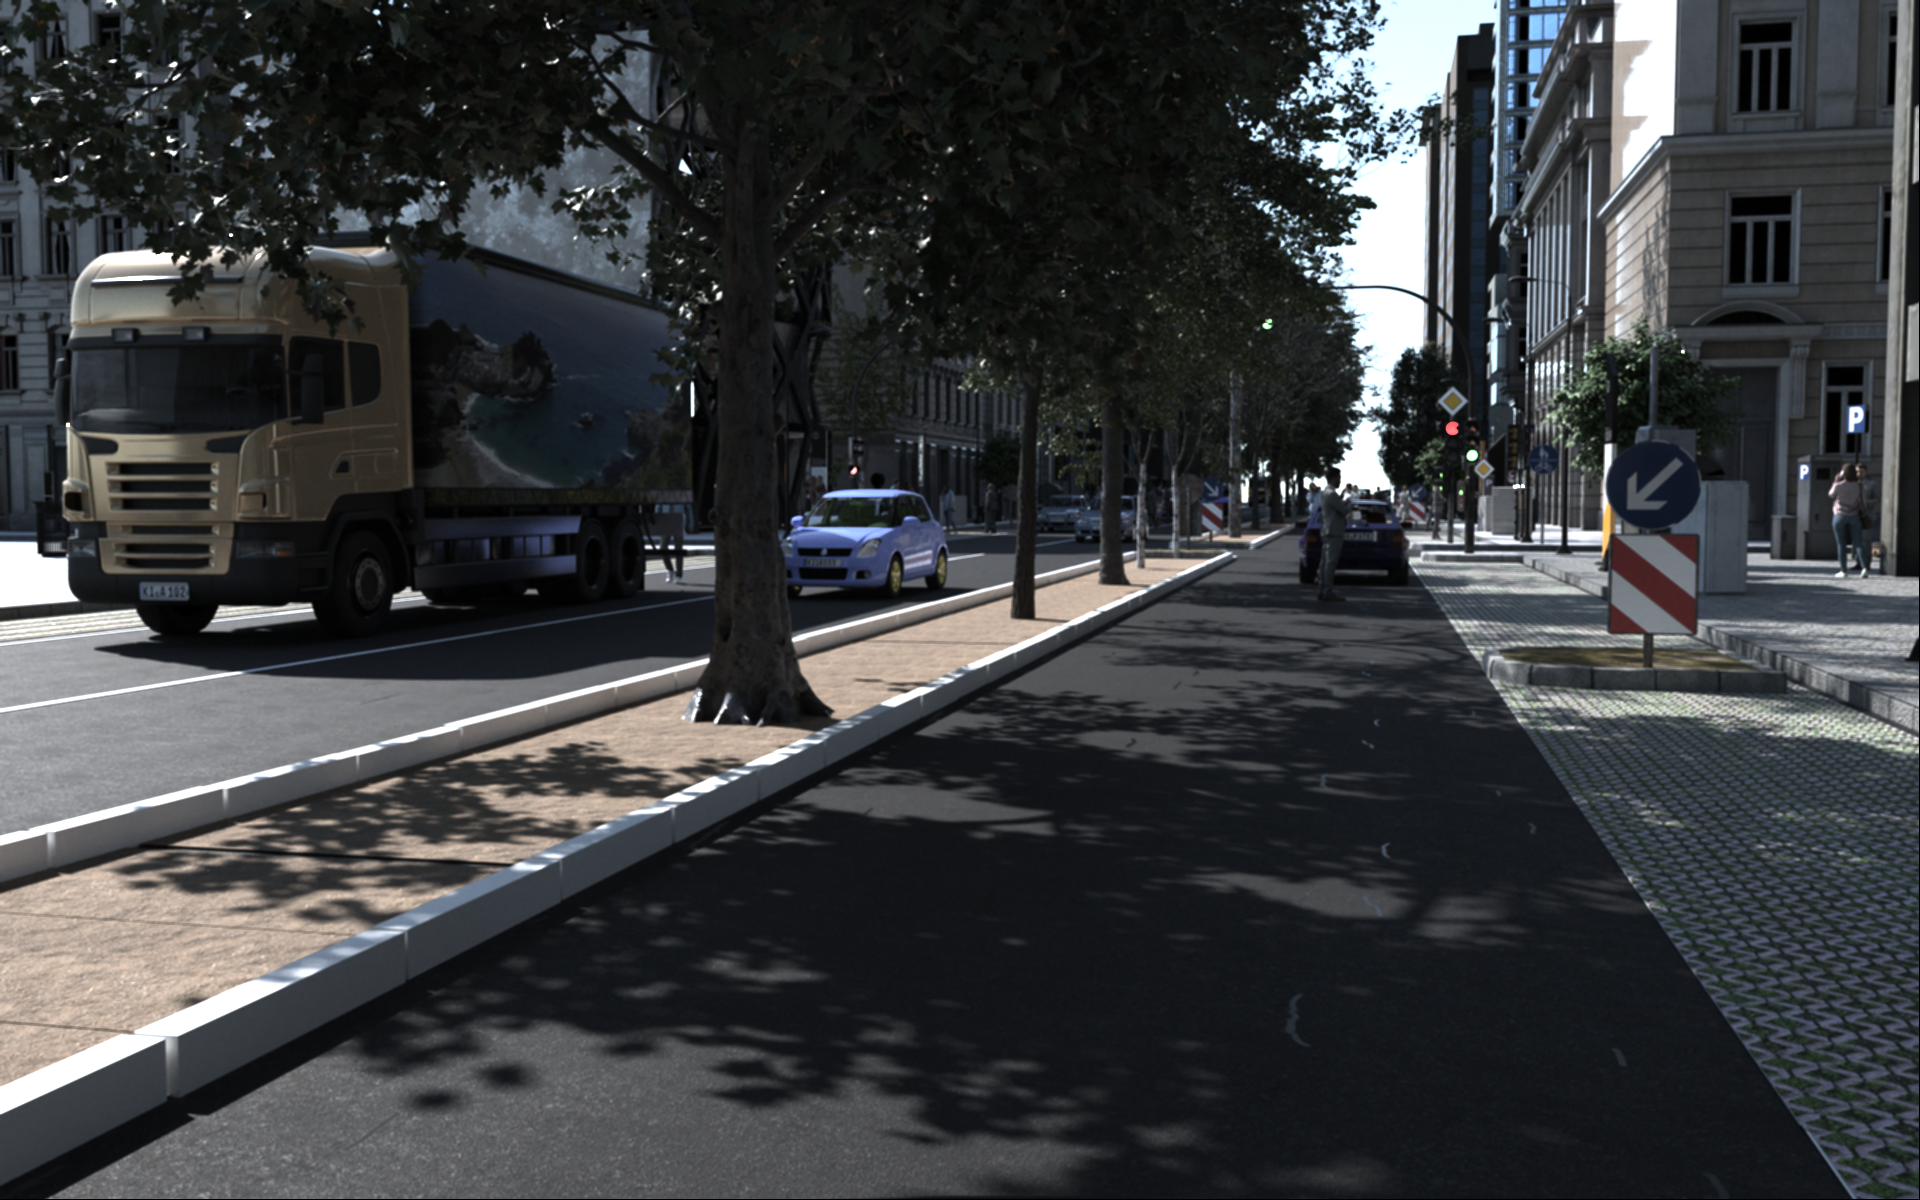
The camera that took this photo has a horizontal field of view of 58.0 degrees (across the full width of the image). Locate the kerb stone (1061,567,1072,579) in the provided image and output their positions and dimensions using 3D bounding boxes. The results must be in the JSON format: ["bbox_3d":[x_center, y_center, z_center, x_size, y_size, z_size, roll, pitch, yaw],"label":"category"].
[{"bbox_3d":[1.695,-0.420,29.058,0.120,0.150,1.000,1,4,13],"label":"kerb stone"}]

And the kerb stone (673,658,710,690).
[{"bbox_3d":[-2.002,0.559,13.074,0.120,0.150,1.000,1,4,13],"label":"kerb stone"}]

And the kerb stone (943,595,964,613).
[{"bbox_3d":[-0.148,0.069,21.075,0.120,0.150,1.000,1,4,13],"label":"kerb stone"}]

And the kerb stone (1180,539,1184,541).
[{"bbox_3d":[5.964,-1.548,47.499,0.120,0.150,1.000,1,4,13],"label":"kerb stone"}]

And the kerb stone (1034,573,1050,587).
[{"bbox_3d":[1.226,-0.297,27.057,0.120,0.150,1.000,1,4,13],"label":"kerb stone"}]

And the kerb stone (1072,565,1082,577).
[{"bbox_3d":[1.929,-0.481,30.061,0.120,0.150,1.000,1,4,13],"label":"kerb stone"}]

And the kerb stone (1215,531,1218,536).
[{"bbox_3d":[8.511,-2.220,58.485,0.120,0.150,1.000,1,4,13],"label":"kerb stone"}]

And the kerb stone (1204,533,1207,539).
[{"bbox_3d":[7.581,-1.974,54.490,0.120,0.150,1.000,1,4,13],"label":"kerb stone"}]

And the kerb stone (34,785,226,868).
[{"bbox_3d":[-3.388,0.924,7.091,0.120,0.150,1.000,1,4,13],"label":"kerb stone"}]

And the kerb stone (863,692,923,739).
[{"bbox_3d":[-0.422,0.709,10.604,0.120,0.150,1.000,1,4,13],"label":"kerb stone"}]

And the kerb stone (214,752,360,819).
[{"bbox_3d":[-3.153,0.868,8.090,0.120,0.150,1.000,1,4,13],"label":"kerb stone"}]

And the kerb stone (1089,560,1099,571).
[{"bbox_3d":[2.391,-0.603,32.061,0.120,0.150,1.000,1,4,13],"label":"kerb stone"}]

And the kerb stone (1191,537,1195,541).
[{"bbox_3d":[6.665,-1.731,50.490,0.120,0.150,1.000,1,4,13],"label":"kerb stone"}]

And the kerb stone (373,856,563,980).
[{"bbox_3d":[-1.572,1.015,5.602,0.120,0.150,1.000,1,4,13],"label":"kerb stone"}]

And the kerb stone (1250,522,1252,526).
[{"bbox_3d":[12.681,-3.320,76.472,0.120,0.150,1.000,1,4,13],"label":"kerb stone"}]

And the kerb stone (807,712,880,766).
[{"bbox_3d":[-0.649,0.771,9.596,0.120,0.150,1.000,1,4,13],"label":"kerb stone"}]

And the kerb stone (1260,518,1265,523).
[{"bbox_3d":[15.679,-4.114,89.481,0.120,0.150,1.000,1,4,13],"label":"kerb stone"}]

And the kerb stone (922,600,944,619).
[{"bbox_3d":[-0.387,0.130,20.075,0.120,0.150,1.000,1,4,13],"label":"kerb stone"}]

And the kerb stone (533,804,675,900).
[{"bbox_3d":[-1.349,0.954,6.605,0.120,0.150,1.000,1,4,13],"label":"kerb stone"}]

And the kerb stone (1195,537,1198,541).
[{"bbox_3d":[6.887,-1.792,51.496,0.120,0.150,1.000,1,4,13],"label":"kerb stone"}]

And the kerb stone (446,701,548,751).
[{"bbox_3d":[-2.698,0.741,10.087,0.120,0.150,1.000,1,4,13],"label":"kerb stone"}]

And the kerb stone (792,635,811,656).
[{"bbox_3d":[-1.536,0.443,15.075,0.120,0.150,1.000,1,4,13],"label":"kerb stone"}]

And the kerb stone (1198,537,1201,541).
[{"bbox_3d":[7.131,-1.853,52.493,0.120,0.150,1.000,1,4,13],"label":"kerb stone"}]

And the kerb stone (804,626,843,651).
[{"bbox_3d":[-1.309,0.375,16.072,0.120,0.150,1.000,1,4,13],"label":"kerb stone"}]

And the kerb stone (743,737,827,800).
[{"bbox_3d":[-0.881,0.838,8.600,0.120,0.150,1.000,1,4,13],"label":"kerb stone"}]

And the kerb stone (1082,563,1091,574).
[{"bbox_3d":[2.161,-0.539,31.057,0.120,0.150,1.000,1,4,13],"label":"kerb stone"}]

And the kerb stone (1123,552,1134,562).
[{"bbox_3d":[3.551,-0.909,37.061,0.120,0.150,1.000,1,4,13],"label":"kerb stone"}]

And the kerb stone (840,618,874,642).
[{"bbox_3d":[-1.072,0.313,17.070,0.120,0.150,1.000,1,4,13],"label":"kerb stone"}]

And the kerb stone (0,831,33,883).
[{"bbox_3d":[-3.629,0.986,6.093,0.120,0.150,1.000,1,4,13],"label":"kerb stone"}]

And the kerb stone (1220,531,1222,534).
[{"bbox_3d":[8.974,-2.342,60.481,0.120,0.150,1.000,1,4,13],"label":"kerb stone"}]

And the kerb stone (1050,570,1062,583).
[{"bbox_3d":[1.465,-0.358,28.051,0.120,0.150,1.000,1,4,13],"label":"kerb stone"}]

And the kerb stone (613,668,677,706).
[{"bbox_3d":[-2.238,0.620,12.080,0.120,0.150,1.000,1,4,13],"label":"kerb stone"}]

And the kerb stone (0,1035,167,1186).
[{"bbox_3d":[-2.042,1.137,3.610,0.120,0.150,1.000,1,4,13],"label":"kerb stone"}]

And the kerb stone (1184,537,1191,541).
[{"bbox_3d":[6.432,-1.666,49.496,0.120,0.150,1.000,1,4,13],"label":"kerb stone"}]

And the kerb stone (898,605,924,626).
[{"bbox_3d":[-0.609,0.191,19.077,0.120,0.150,1.000,1,4,13],"label":"kerb stone"}]

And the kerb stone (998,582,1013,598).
[{"bbox_3d":[0.546,-0.111,24.062,0.120,0.150,1.000,1,4,13],"label":"kerb stone"}]

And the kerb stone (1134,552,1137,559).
[{"bbox_3d":[3.780,-0.971,38.069,0.120,0.150,1.000,1,4,13],"label":"kerb stone"}]

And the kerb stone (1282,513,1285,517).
[{"bbox_3d":[21.706,-5.706,115.494,0.120,0.150,1.000,1,4,13],"label":"kerb stone"}]

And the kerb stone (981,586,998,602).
[{"bbox_3d":[0.310,-0.053,23.067,0.120,0.150,1.000,1,4,13],"label":"kerb stone"}]

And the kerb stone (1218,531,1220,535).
[{"bbox_3d":[8.738,-2.273,59.487,0.120,0.150,1.000,1,4,13],"label":"kerb stone"}]

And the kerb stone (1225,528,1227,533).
[{"bbox_3d":[9.429,-2.463,62.473,0.120,0.150,1.000,1,4,13],"label":"kerb stone"}]

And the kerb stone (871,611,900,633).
[{"bbox_3d":[-0.843,0.253,18.066,0.120,0.150,1.000,1,4,13],"label":"kerb stone"}]

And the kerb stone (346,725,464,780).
[{"bbox_3d":[-2.927,0.811,9.090,0.120,0.150,1.000,1,4,13],"label":"kerb stone"}]

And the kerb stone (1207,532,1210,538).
[{"bbox_3d":[7.811,-2.036,55.491,0.120,0.150,1.000,1,4,13],"label":"kerb stone"}]

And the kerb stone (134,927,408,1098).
[{"bbox_3d":[-1.797,1.076,4.604,0.120,0.150,1.000,1,4,13],"label":"kerb stone"}]

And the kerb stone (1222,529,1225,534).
[{"bbox_3d":[9.208,-2.402,61.475,0.120,0.150,1.000,1,4,13],"label":"kerb stone"}]

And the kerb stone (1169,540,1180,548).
[{"bbox_3d":[5.730,-1.487,46.504,0.120,0.150,1.000,1,4,13],"label":"kerb stone"}]

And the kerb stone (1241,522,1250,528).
[{"bbox_3d":[12.447,-3.257,75.468,0.120,0.150,1.000,1,4,13],"label":"kerb stone"}]

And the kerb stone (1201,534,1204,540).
[{"bbox_3d":[7.348,-1.912,53.494,0.120,0.150,1.000,1,4,13],"label":"kerb stone"}]

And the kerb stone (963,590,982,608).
[{"bbox_3d":[0.085,0.008,22.070,0.120,0.150,1.000,1,4,13],"label":"kerb stone"}]

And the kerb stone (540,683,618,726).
[{"bbox_3d":[-2.473,0.680,11.085,0.120,0.150,1.000,1,4,13],"label":"kerb stone"}]

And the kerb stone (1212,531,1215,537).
[{"bbox_3d":[8.285,-2.158,57.487,0.120,0.150,1.000,1,4,13],"label":"kerb stone"}]

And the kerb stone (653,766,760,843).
[{"bbox_3d":[-1.114,0.893,7.600,0.120,0.150,1.000,1,4,13],"label":"kerb stone"}]
